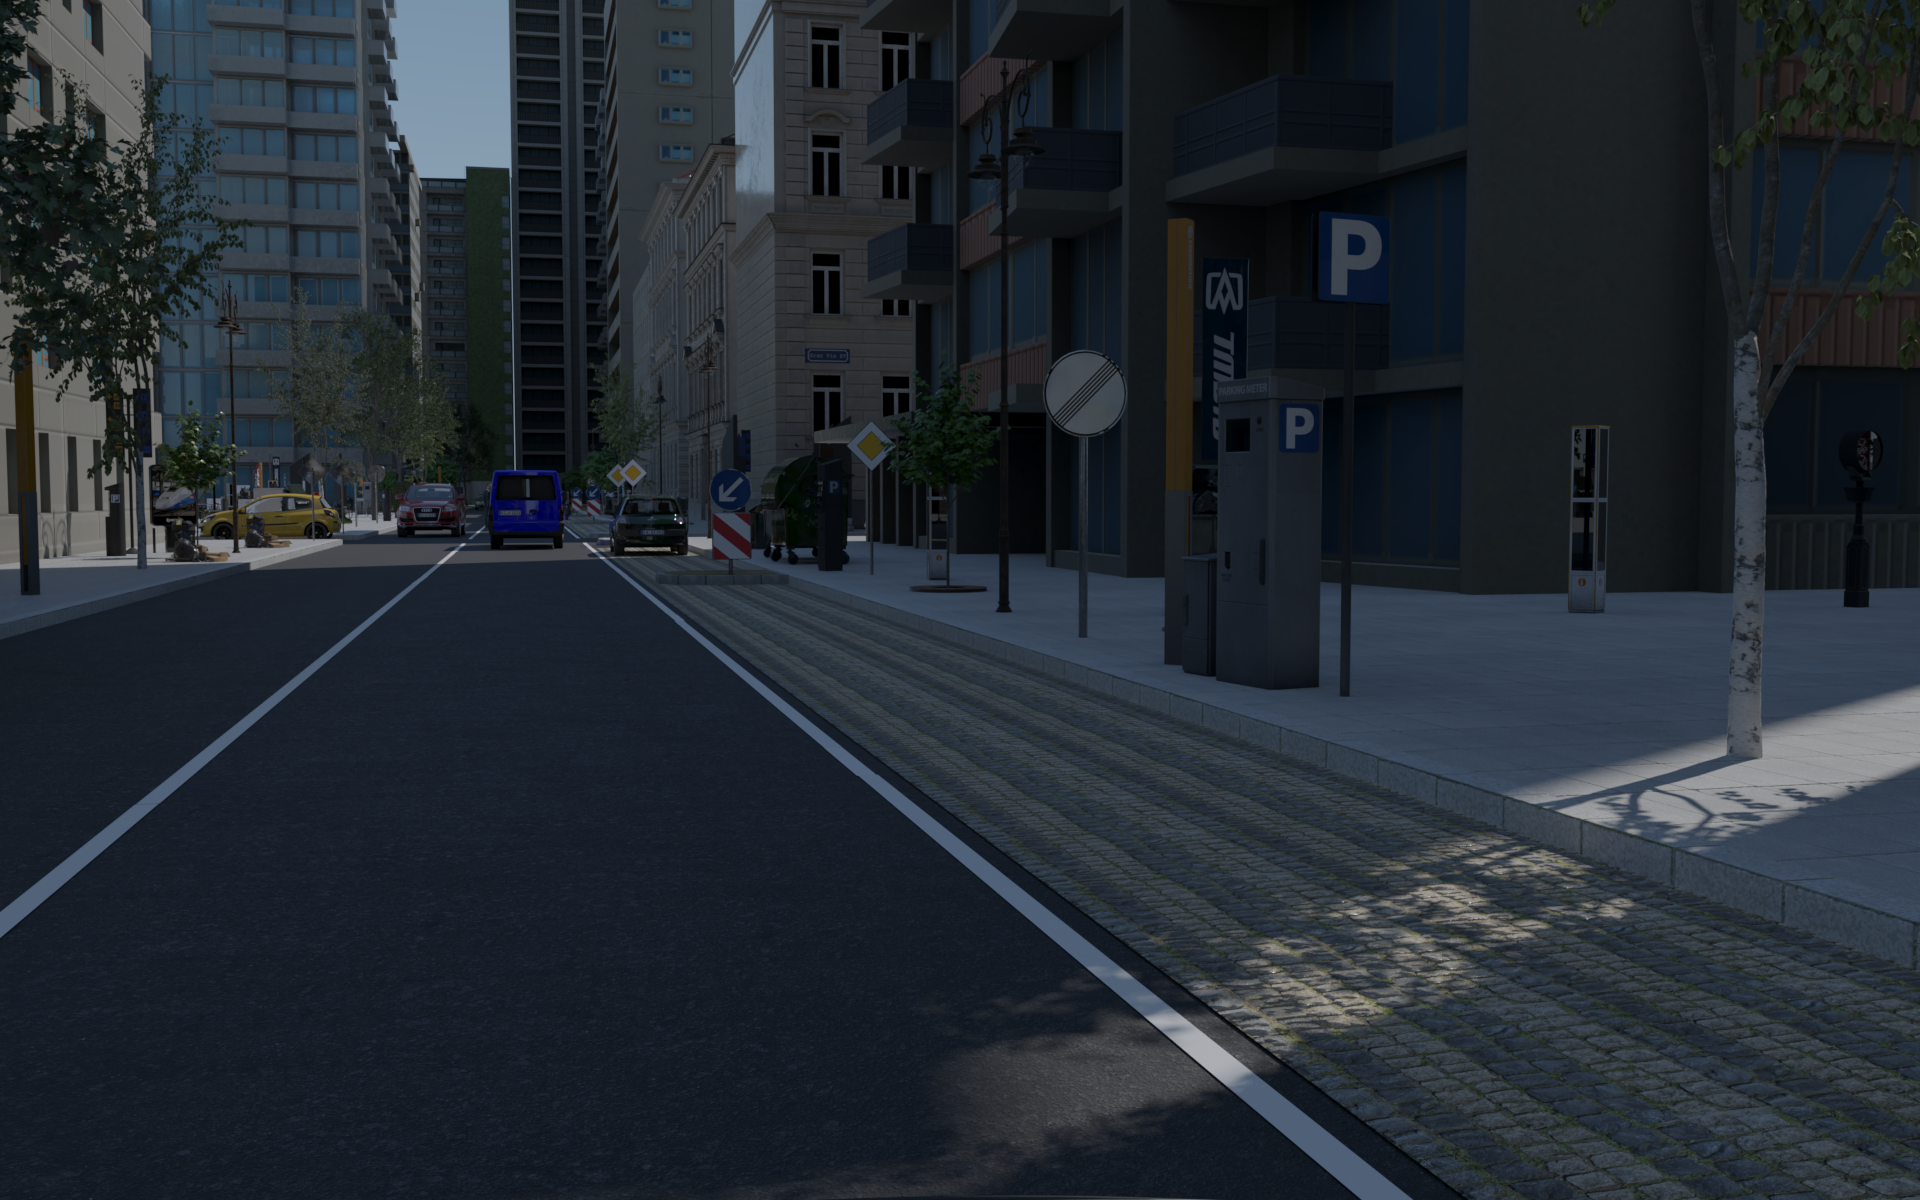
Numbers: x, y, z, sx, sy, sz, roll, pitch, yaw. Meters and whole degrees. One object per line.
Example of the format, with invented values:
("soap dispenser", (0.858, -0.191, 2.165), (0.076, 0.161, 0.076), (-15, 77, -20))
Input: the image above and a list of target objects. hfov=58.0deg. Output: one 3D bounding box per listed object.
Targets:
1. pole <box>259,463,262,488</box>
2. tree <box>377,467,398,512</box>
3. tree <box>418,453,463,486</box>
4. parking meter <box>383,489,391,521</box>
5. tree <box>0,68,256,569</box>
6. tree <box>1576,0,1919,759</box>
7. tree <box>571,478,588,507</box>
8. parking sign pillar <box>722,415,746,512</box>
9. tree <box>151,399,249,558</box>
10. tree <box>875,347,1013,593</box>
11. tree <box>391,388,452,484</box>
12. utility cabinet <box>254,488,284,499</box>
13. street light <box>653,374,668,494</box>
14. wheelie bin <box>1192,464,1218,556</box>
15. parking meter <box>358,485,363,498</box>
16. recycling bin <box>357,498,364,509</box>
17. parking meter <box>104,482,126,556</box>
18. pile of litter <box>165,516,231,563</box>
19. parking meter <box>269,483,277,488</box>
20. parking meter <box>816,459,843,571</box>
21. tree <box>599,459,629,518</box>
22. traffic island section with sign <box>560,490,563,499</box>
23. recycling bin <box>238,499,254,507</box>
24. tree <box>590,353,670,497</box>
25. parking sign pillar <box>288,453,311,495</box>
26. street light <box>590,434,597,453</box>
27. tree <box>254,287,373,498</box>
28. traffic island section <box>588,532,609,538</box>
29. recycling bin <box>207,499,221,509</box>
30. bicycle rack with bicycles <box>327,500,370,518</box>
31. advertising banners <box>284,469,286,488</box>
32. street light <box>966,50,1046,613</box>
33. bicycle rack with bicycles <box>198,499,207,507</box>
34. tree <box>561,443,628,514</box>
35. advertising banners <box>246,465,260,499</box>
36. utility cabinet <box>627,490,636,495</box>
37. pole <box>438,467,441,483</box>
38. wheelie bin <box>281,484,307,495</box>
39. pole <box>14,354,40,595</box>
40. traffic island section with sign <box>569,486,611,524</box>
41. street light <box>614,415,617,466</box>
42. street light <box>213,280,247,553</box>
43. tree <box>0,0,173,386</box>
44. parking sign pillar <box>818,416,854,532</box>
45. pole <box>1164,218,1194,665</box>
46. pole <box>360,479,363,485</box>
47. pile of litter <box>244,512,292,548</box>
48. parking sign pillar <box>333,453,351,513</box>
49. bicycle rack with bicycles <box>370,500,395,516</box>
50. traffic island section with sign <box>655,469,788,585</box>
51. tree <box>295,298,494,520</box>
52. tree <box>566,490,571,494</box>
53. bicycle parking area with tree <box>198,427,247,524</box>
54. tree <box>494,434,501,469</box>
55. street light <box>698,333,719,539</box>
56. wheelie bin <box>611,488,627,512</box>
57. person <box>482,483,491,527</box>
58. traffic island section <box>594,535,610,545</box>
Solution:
("pole", (-45.144, -7.217, 111.841), (0.158, 3.312, 0.155), (0, 3, 0))
("tree", (-41.269, -7.992, 125.273), (1.663, 3.219, 1.824), (0, 3, 0))
("tree", (-44.409, -10.016, 147.478), (4.285, 4.588, 4.351), (0, 3, 0))
("parking meter", (-27.088, -4.493, 81.869), (0.372, 1.533, 0.369), (0, 3, 0))
("tree", (-14.270, -4.834, 29.401), (4.737, 8.622, 4.395), (0, 3, 0))
("tree", (3.888, -3.524, 7.976), (4.737, 8.622, 4.395), (0, 3, 0))
("tree", (-38.570, -11.181, 177.417), (1.663, 3.219, 1.824), (0, 3, 0))
("parking sign pillar", (-7.777, -4.345, 59.509), (1.447, 3.967, 1.447), (-2, 4, -25))
("tree", (-15.667, -2.491, 35.334), (1.663, 3.219, 1.824), (0, 3, 0))
("tree", (-0.176, -1.737, 23.002), (1.663, 3.219, 1.824), (0, 3, 0))
("tree", (-34.438, -9.822, 110.957), (4.737, 8.622, 4.395), (0, 3, 0))
("utility cabinet", (-25.593, -3.406, 64.362), (1.173, 1.500, 0.318), (-2, 4, -27))
("street light", (-11.555, -5.753, 66.846), (0.468, 5.910, 1.993), (-1, 4, -14))
("wheelie bin", (2.648, -0.640, 18.365), (0.693, 1.594, 0.980), (3, 5, 43))
("parking meter", (-39.286, -6.595, 113.541), (0.255, 1.863, 0.399), (0, 4, -5))
("recycling bin", (-37.740, -5.947, 109.791), (0.722, 1.027, 0.722), (1, 4, 17))
("parking meter", (-17.444, -1.673, 35.764), (0.372, 1.533, 0.369), (0, 3, 0))
("pile of litter", (-14.609, -1.175, 33.171), (1.176, 0.858, 1.719), (-1, 4, -20))
("parking meter", (-36.491, -5.279, 92.023), (0.399, 1.863, 0.255), (2, 4, 32))
("parking meter", (-2.175, -1.416, 28.858), (0.399, 1.863, 0.255), (-2, 4, -33))
("tree", (-20.815, -6.740, 104.804), (1.663, 3.219, 1.824), (0, 3, 0))
("traffic island section with sign", (-24.171, -6.118, 108.652), (1.989, 1.847, 2.006), (-1, 4, -14))
("recycling bin", (-34.844, -4.423, 84.869), (0.722, 1.027, 0.722), (1, 4, 9))
("tree", (-17.440, -8.553, 90.210), (4.737, 8.622, 4.395), (0, 3, 0))
("parking sign pillar", (-42.800, -7.567, 112.199), (1.447, 3.967, 1.447), (-3, 4, -38))
("street light", (-27.461, -9.602, 129.776), (0.468, 5.910, 1.993), (-1, 4, -14))
("tree", (-22.648, -6.779, 61.201), (4.360, 8.622, 3.978), (0, 3, 0))
("traffic island section", (-11.282, -2.149, 57.413), (2.009, 0.180, 2.903), (-1, 4, -14))
("recycling bin", (-41.629, -5.163, 96.967), (0.722, 1.027, 0.722), (2, 4, 27))
("bicycle rack with bicycles", (-30.763, -4.313, 83.894), (2.925, 0.926, 2.852), (1, 4, 9))
("advertising banners", (-47.511, -7.711, 122.268), (0.090, 3.025, 2.074), (-2, 4, -30))
("street light", (0.477, -2.804, 18.627), (0.468, 5.910, 1.993), (-1, 4, -14))
("bicycle rack with bicycles", (-51.629, -6.263, 115.777), (2.852, 0.926, 2.925), (2, 4, 28))
("tree", (-23.082, -7.896, 112.808), (4.285, 4.588, 4.351), (0, 3, 0))
("advertising banners", (-41.600, -6.471, 101.989), (0.090, 3.025, 2.074), (0, 4, -1))
("utility cabinet", (-16.420, -4.767, 86.620), (0.318, 1.500, 1.173), (-1, 4, -19))
("pole", (-38.560, -8.230, 128.404), (0.158, 3.312, 0.155), (0, 3, 0))
("wheelie bin", (-20.943, -2.846, 54.438), (0.693, 1.594, 0.980), (1, 4, 20))
("pole", (-11.818, -1.717, 21.922), (0.158, 3.312, 0.155), (0, 3, 0))
("traffic island section with sign", (-17.590, -4.519, 82.509), (1.989, 1.847, 2.006), (-1, 4, -14))
("street light", (-19.610, -7.701, 98.694), (0.468, 5.910, 1.993), (-1, 4, -14))
("street light", (-15.750, -3.959, 37.515), (0.468, 5.910, 1.993), (-1, 4, -14))
("tree", (-10.879, -5.836, 12.428), (9.611, 12.733, 9.660), (0, 3, 0))
("parking sign pillar", (-4.374, -4.348, 59.562), (1.447, 3.967, 1.447), (0, 4, 0))
("pole", (1.643, -1.170, 12.971), (0.158, 3.312, 0.155), (0, 3, 0))
("pole", (-39.927, -7.441, 115.501), (0.158, 3.312, 0.155), (0, 3, 0))
("pile of litter", (-16.706, -1.698, 41.731), (1.176, 0.858, 1.719), (0, 4, -8))
("parking sign pillar", (-41.365, -7.772, 115.549), (1.447, 3.967, 1.447), (-3, 4, -38))
("bicycle rack with bicycles", (-33.799, -5.358, 100.980), (2.925, 0.926, 2.852), (3, 5, 44))
("traffic island section with sign", (-3.899, -1.186, 28.019), (1.989, 1.847, 2.006), (-1, 4, -14))
("tree", (-28.671, -9.125, 83.600), (8.767, 10.594, 7.601), (2, 4, 32))
("tree", (-45.700, -12.786, 203.644), (1.663, 3.219, 1.824), (0, 3, 0))
("bicycle parking area with tree", (-34.184, -5.258, 72.967), (8.231, 4.147, 9.016), (1, 4, 10))
("tree", (-31.643, -10.034, 98.472), (8.767, 10.594, 7.601), (3, 4, 39))
("street light", (-7.206, -4.705, 49.714), (0.468, 5.910, 1.993), (-1, 4, -14))
("wheelie bin", (-18.094, -5.154, 92.170), (0.980, 1.594, 0.693), (2, 4, 24))
("person", (-20.264, -4.079, 74.558), (0.474, 1.900, 0.648), (0, 4, 5))
("traffic island section", (-9.334, -1.675, 49.668), (2.009, 0.180, 2.903), (-1, 4, -14))
